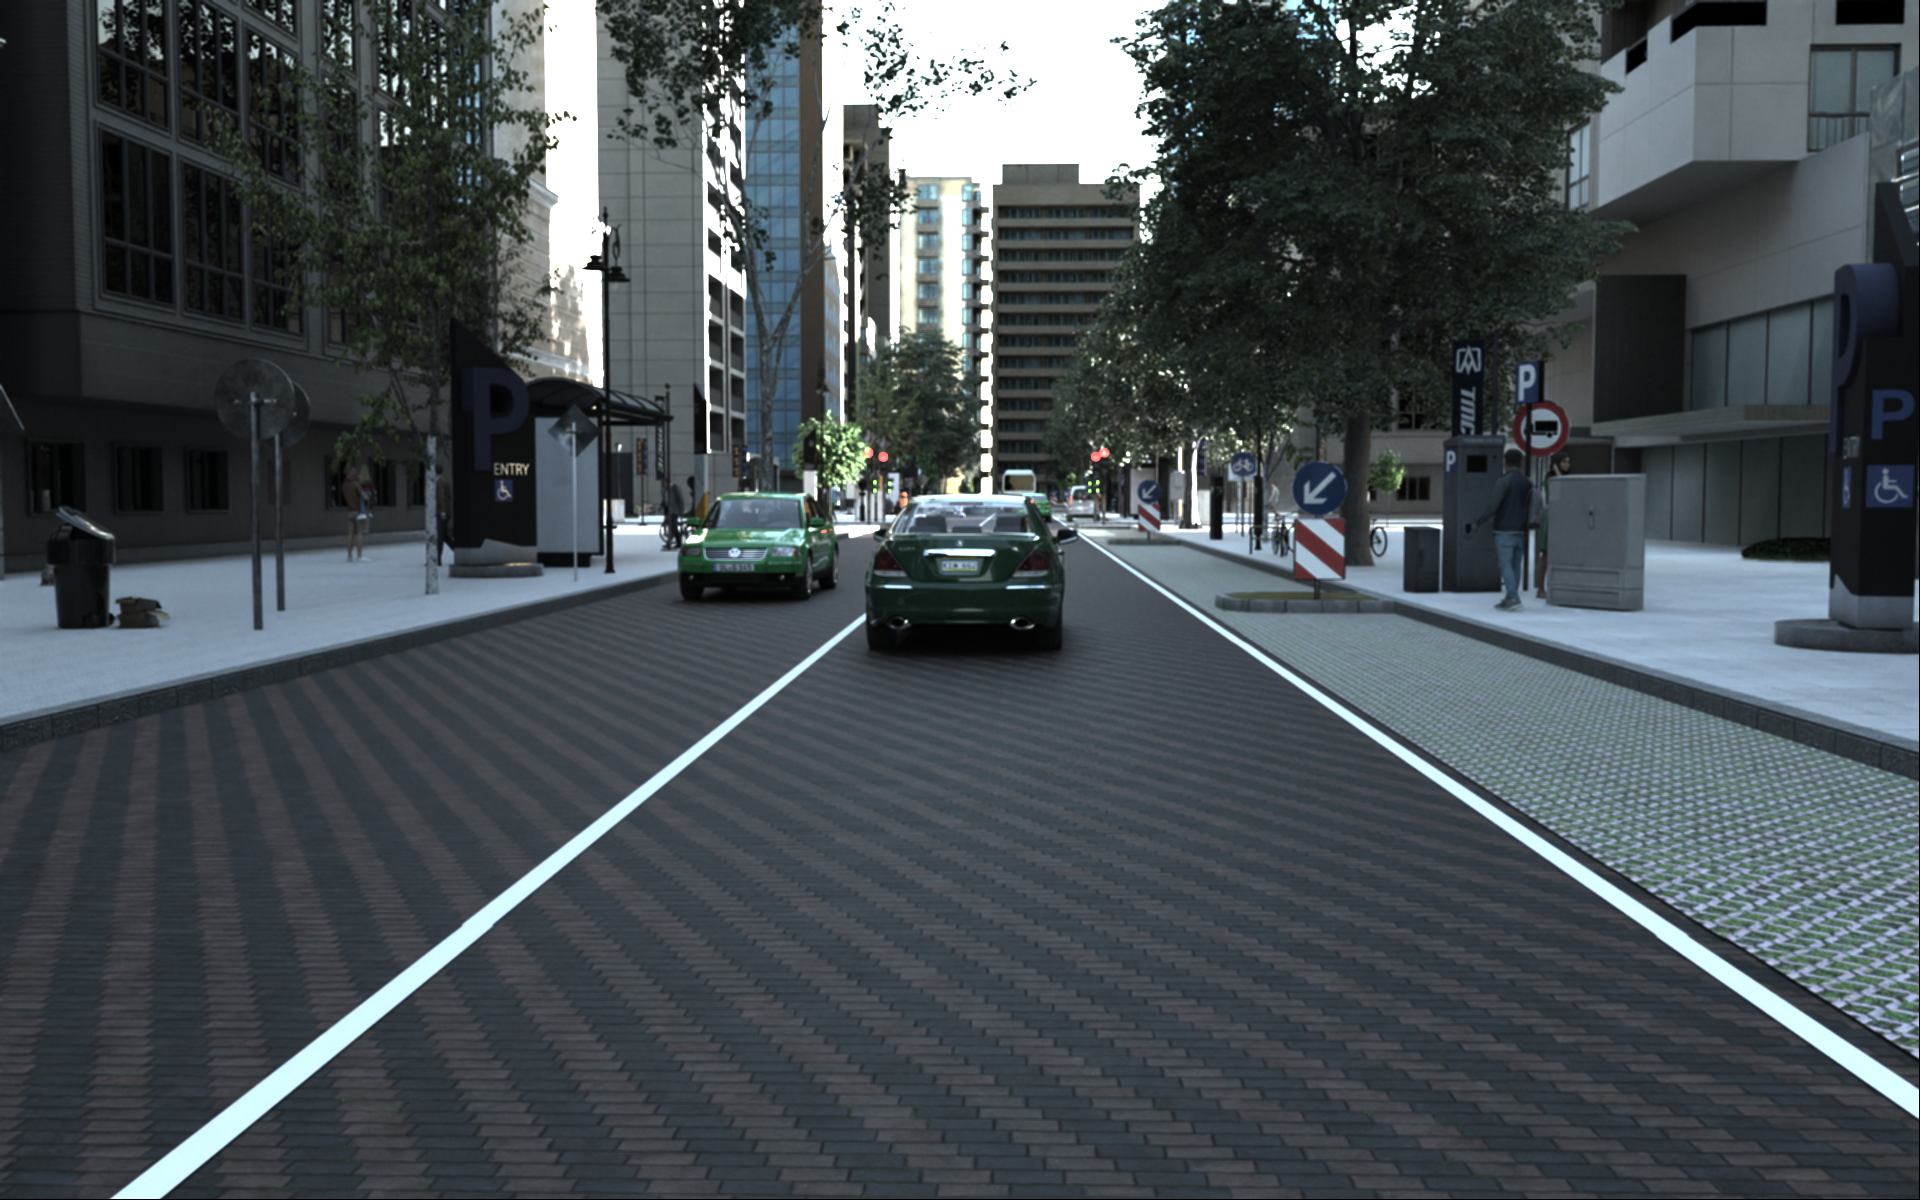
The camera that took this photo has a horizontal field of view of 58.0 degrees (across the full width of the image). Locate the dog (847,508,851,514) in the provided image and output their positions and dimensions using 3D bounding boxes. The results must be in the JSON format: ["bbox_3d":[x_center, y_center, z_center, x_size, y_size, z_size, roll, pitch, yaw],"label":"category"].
[{"bbox_3d":[-6.955,-5.633,109.836,0.550,0.427,0.748,2,4,31],"label":"dog"}]

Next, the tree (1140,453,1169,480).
[{"bbox_3d":[15.357,-10.430,120.890,4.737,8.622,4.395,0,3,0],"label":"tree"}]

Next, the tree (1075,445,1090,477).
[{"bbox_3d":[11.348,-12.123,148.572,4.737,8.622,4.395,0,3,0],"label":"tree"}]

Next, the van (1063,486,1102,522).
[{"bbox_3d":[6.337,-5.026,89.181,2.013,2.044,4.112,0,4,2],"label":"van"}]

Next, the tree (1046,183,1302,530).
[{"bbox_3d":[8.408,-8.911,62.699,9.611,12.733,9.660,0,3,0],"label":"tree"}]

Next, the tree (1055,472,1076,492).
[{"bbox_3d":[14.177,-14.939,227.968,4.285,4.588,4.351,0,3,0],"label":"tree"}]

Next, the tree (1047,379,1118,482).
[{"bbox_3d":[10.735,-13.625,140.897,7.486,12.596,7.792,0,3,0],"label":"tree"}]

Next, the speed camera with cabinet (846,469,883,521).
[{"bbox_3d":[-4.528,-5.389,82.446,0.660,3.252,2.038,3,5,40],"label":"speed camera with cabinet"}]

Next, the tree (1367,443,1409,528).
[{"bbox_3d":[16.143,-4.361,65.903,1.663,3.219,1.824,0,3,0],"label":"tree"}]

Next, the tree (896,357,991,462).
[{"bbox_3d":[-2.267,-14.942,154.672,12.009,13.543,11.850,0,3,0],"label":"tree"}]

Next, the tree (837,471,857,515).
[{"bbox_3d":[-6.542,-6.798,105.756,1.663,3.219,1.824,0,3,0],"label":"tree"}]

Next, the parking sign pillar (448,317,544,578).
[{"bbox_3d":[-7.258,-2.357,27.004,1.447,3.967,1.447,3,4,36],"label":"parking sign pillar"}]

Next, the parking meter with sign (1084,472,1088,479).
[{"bbox_3d":[10.532,-8.440,134.253,1.738,3.016,0.543,-1,4,-22],"label":"parking meter with sign"}]

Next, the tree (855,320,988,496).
[{"bbox_3d":[-3.018,-13.535,127.952,9.857,13.997,8.962,0,3,0],"label":"tree"}]

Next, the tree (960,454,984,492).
[{"bbox_3d":[0.837,-16.616,222.028,4.360,8.622,3.978,0,3,0],"label":"tree"}]

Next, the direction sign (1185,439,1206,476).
[{"bbox_3d":[9.620,-4.826,70.900,0.876,3.537,0.379,2,4,25],"label":"direction sign"}]

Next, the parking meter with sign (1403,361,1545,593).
[{"bbox_3d":[6.707,-1.617,22.704,1.738,3.016,0.543,-1,4,-14],"label":"parking meter with sign"}]

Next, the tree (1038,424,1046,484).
[{"bbox_3d":[9.404,-11.009,97.012,9.611,12.733,9.660,0,3,0],"label":"tree"}]

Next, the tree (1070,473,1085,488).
[{"bbox_3d":[10.991,-10.203,161.415,1.663,3.219,1.824,0,3,0],"label":"tree"}]

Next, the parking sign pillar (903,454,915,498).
[{"bbox_3d":[-3.433,-7.835,116.580,1.447,3.967,1.447,1,4,17],"label":"parking sign pillar"}]

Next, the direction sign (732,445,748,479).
[{"bbox_3d":[-10.127,-5.369,79.786,0.379,3.537,0.876,3,5,42],"label":"direction sign"}]

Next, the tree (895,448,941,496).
[{"bbox_3d":[-3.014,-8.416,121.317,4.285,4.588,4.351,0,3,0],"label":"tree"}]

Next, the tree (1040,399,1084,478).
[{"bbox_3d":[11.716,-14.880,169.051,9.928,11.665,9.643,0,3,0],"label":"tree"}]

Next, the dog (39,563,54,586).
[{"bbox_3d":[-12.734,-0.615,24.435,0.800,0.831,0.513,1,4,22],"label":"dog"}]

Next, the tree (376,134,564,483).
[{"bbox_3d":[-10.390,-5.246,36.128,4.360,8.622,3.978,0,3,0],"label":"tree"}]

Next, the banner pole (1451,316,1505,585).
[{"bbox_3d":[7.358,-2.115,24.603,0.863,3.779,0.401,3,5,39],"label":"banner pole"}]

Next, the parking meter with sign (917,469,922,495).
[{"bbox_3d":[-3.508,-7.478,118.519,1.738,3.016,0.543,2,4,29],"label":"parking meter with sign"}]

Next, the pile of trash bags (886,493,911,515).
[{"bbox_3d":[-3.721,-5.775,104.177,1.912,1.369,3.447,-1,4,-15],"label":"pile of trash bags"}]

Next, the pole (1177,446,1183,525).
[{"bbox_3d":[8.967,-4.697,70.647,0.158,3.312,0.155,0,3,0],"label":"pole"}]

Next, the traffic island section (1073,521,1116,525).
[{"bbox_3d":[6.221,-3.489,79.329,2.009,0.180,2.903,0,4,2],"label":"traffic island section"}]

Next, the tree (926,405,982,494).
[{"bbox_3d":[-1.249,-14.617,173.402,7.601,10.594,8.767,0,4,8],"label":"tree"}]

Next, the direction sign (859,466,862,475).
[{"bbox_3d":[-5.655,-6.486,98.047,0.379,3.537,0.876,-1,4,-12],"label":"direction sign"}]

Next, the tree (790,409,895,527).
[{"bbox_3d":[-5.071,-5.091,66.946,4.285,4.588,4.351,0,3,0],"label":"tree"}]

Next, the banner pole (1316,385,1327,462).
[{"bbox_3d":[8.086,-2.985,38.826,0.401,3.779,0.863,0,4,-5],"label":"banner pole"}]

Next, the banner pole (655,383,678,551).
[{"bbox_3d":[-6.654,-2.991,38.919,0.401,3.779,0.863,1,4,18],"label":"banner pole"}]

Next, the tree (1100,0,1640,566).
[{"bbox_3d":[7.176,-7.594,30.817,9.857,13.997,8.962,0,3,0],"label":"tree"}]

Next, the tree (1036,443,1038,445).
[{"bbox_3d":[13.166,-16.770,191.201,9.611,12.733,9.660,0,3,0],"label":"tree"}]

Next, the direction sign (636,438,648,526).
[{"bbox_3d":[-12.907,-4.794,70.371,0.379,3.537,0.876,1,4,17],"label":"direction sign"}]

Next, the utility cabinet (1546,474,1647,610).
[{"bbox_3d":[7.104,-0.656,19.403,0.318,1.500,1.173,-2,4,-24],"label":"utility cabinet"}]

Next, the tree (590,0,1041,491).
[{"bbox_3d":[-4.597,-11.817,49.092,12.611,20.169,13.585,0,3,0],"label":"tree"}]

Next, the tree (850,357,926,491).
[{"bbox_3d":[-4.175,-8.781,93.925,4.737,8.622,4.395,0,3,0],"label":"tree"}]

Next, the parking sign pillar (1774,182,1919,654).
[{"bbox_3d":[7.660,-1.591,14.489,1.447,3.967,1.447,1,4,17],"label":"parking sign pillar"}]

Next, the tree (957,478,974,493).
[{"bbox_3d":[0.515,-12.829,204.359,1.663,3.219,1.824,0,3,0],"label":"tree"}]

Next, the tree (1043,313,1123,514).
[{"bbox_3d":[10.318,-12.331,111.975,12.009,13.543,11.850,0,3,0],"label":"tree"}]

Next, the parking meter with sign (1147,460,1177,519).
[{"bbox_3d":[10.427,-5.646,88.572,1.738,3.016,0.543,-1,4,-23],"label":"parking meter with sign"}]

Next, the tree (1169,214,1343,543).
[{"bbox_3d":[8.042,-5.780,44.868,4.737,8.622,4.395,0,3,0],"label":"tree"}]

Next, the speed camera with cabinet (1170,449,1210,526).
[{"bbox_3d":[9.449,-4.577,69.170,2.038,3.252,0.660,1,4,11],"label":"speed camera with cabinet"}]

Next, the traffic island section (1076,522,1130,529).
[{"bbox_3d":[5.945,-3.001,71.349,2.009,0.180,2.903,0,4,2],"label":"traffic island section"}]

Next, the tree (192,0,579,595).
[{"bbox_3d":[-6.999,-4.379,21.954,4.737,8.622,4.395,0,3,0],"label":"tree"}]
